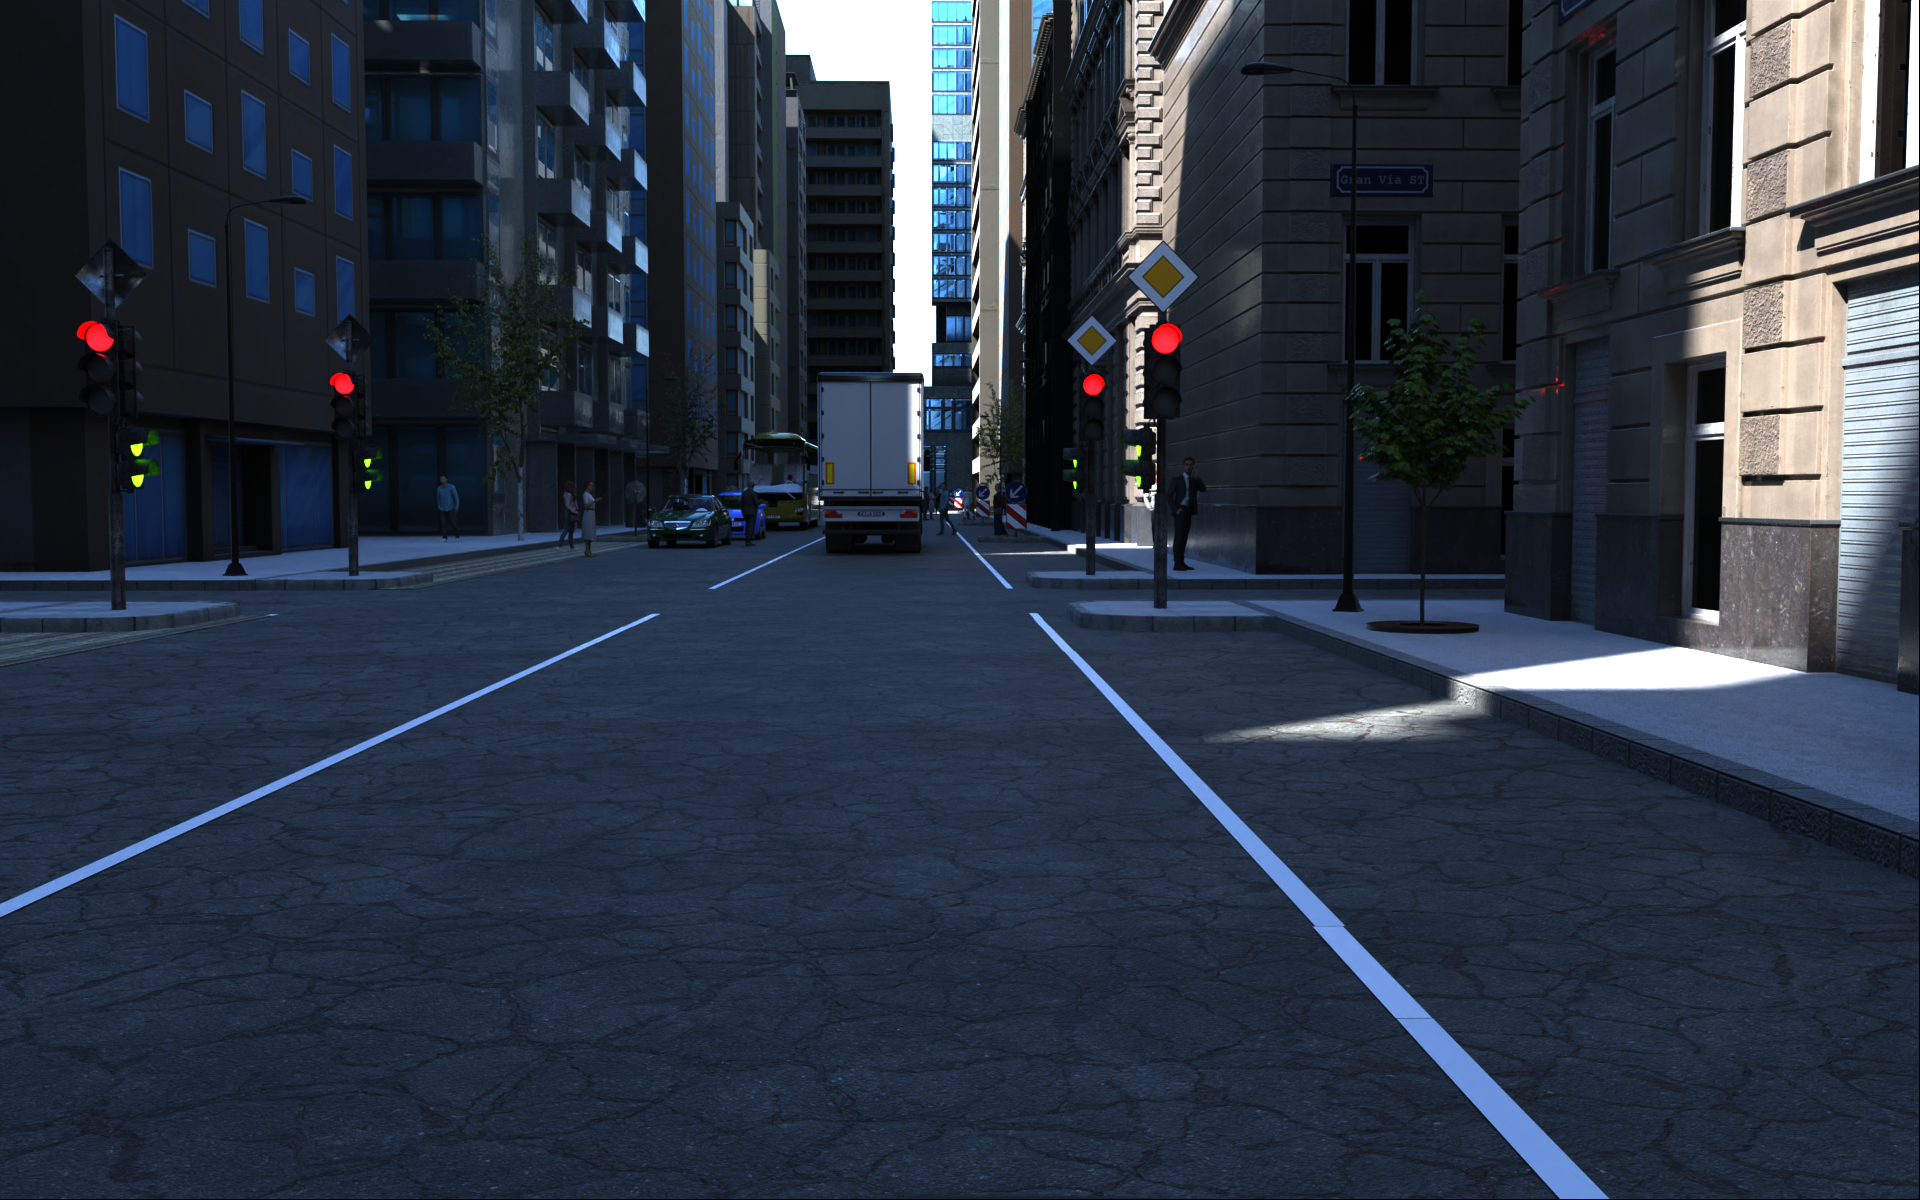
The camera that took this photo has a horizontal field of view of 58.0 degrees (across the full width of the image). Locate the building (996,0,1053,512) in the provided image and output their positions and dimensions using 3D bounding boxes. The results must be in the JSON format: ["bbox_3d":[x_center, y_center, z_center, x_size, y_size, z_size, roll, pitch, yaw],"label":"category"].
[{"bbox_3d":[9.946,-28.774,120.565,14.600,45.320,14.200,0,4,-1],"label":"building"}]

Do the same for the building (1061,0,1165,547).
[{"bbox_3d":[8.903,-13.582,50.947,11.050,23.489,19.941,0,4,-1],"label":"building"}]

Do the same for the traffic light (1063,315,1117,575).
[{"bbox_3d":[2.053,-2.352,27.370,0.839,4.253,0.868,0,4,-1],"label":"traffic light"}]

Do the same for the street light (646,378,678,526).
[{"bbox_3d":[-11.942,-5.910,69.175,1.470,5.913,1.316,0,4,-1],"label":"street light"}]

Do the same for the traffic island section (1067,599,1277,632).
[{"bbox_3d":[2.276,0.170,19.501,2.009,0.180,2.903,0,4,-1],"label":"traffic island section"}]

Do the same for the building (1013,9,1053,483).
[{"bbox_3d":[9.587,-17.864,89.341,12.463,27.353,25.104,0,4,-1],"label":"building"}]

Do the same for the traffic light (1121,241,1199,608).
[{"bbox_3d":[2.236,-1.863,19.387,0.839,4.253,0.868,0,4,-1],"label":"traffic light"}]

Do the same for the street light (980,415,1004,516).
[{"bbox_3d":[1.882,-7.945,102.438,1.470,5.913,1.316,0,4,-1],"label":"street light"}]

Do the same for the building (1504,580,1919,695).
[{"bbox_3d":[11.846,-12.772,6.084,12.463,27.353,25.104,0,4,-1],"label":"building"}]

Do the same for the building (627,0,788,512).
[{"bbox_3d":[-22.625,-30.685,151.818,14.600,45.320,14.200,0,4,-1],"label":"building"}]

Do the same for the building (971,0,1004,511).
[{"bbox_3d":[11.886,-31.532,139.250,21.300,48.544,21.600,0,4,-1],"label":"building"}]

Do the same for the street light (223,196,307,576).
[{"bbox_3d":[-10.876,-3.338,27.117,1.470,5.913,1.316,0,4,-1],"label":"street light"}]

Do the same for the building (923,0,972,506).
[{"bbox_3d":[8.406,-54.029,196.047,31.000,86.520,22.319,0,4,-1],"label":"building"}]

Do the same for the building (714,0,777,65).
[{"bbox_3d":[-22.042,-27.782,137.836,14.154,41.232,14.086,0,4,-1],"label":"building"}]

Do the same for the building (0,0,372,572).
[{"bbox_3d":[-21.041,-23.459,33.671,14.600,45.320,14.200,0,4,-1],"label":"building"}]

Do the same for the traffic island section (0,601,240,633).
[{"bbox_3d":[-9.362,0.186,19.241,2.009,0.180,2.903,0,4,-1],"label":"traffic island section"}]

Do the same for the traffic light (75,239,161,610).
[{"bbox_3d":[-9.322,-1.846,19.107,0.839,4.253,0.868,0,4,-1],"label":"traffic light"}]

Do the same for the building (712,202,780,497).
[{"bbox_3d":[-27.160,-16.625,116.863,27.650,21.520,28.899,0,4,-1],"label":"building"}]

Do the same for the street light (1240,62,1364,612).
[{"bbox_3d":[3.717,-2.830,18.818,1.470,5.913,1.316,0,4,-1],"label":"street light"}]

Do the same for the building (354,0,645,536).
[{"bbox_3d":[-24.073,-27.172,63.875,23.786,49.044,30.456,0,4,-1],"label":"building"}]

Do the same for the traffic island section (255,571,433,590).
[{"bbox_3d":[-9.545,-0.302,27.224,2.009,0.180,2.903,0,4,-1],"label":"traffic island section"}]

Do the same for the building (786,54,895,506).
[{"bbox_3d":[-18.202,-34.956,195.233,21.600,48.544,21.300,0,4,-1],"label":"building"}]

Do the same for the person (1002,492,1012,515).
[{"bbox_3d":[2.726,-5.988,107.213,1.065,1.426,0.557,3,4,37],"label":"person"}]

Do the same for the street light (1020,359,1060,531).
[{"bbox_3d":[2.759,-5.334,59.749,1.470,5.913,1.316,0,4,-1],"label":"street light"}]

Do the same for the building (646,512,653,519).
[{"bbox_3d":[-21.084,-27.170,94.336,14.600,45.320,14.200,0,4,-1],"label":"building"}]

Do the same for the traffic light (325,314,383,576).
[{"bbox_3d":[-9.505,-2.335,27.090,0.839,4.253,0.868,0,4,-1],"label":"traffic light"}]

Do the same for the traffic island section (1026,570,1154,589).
[{"bbox_3d":[2.093,-0.318,27.484,2.009,0.180,2.903,0,4,-1],"label":"traffic island section"}]

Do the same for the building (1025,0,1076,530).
[{"bbox_3d":[9.244,-14.639,69.018,12.332,23.373,15.834,0,4,-1],"label":"building"}]

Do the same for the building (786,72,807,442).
[{"bbox_3d":[-22.278,-29.786,170.591,14.086,41.232,14.154,0,4,-1],"label":"building"}]

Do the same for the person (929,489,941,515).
[{"bbox_3d":[-1.577,-6.866,121.282,1.217,1.766,0.721,1,4,21],"label":"person"}]

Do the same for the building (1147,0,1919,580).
[{"bbox_3d":[16.692,-14.396,32.642,25.104,27.353,12.463,0,4,-1],"label":"building"}]
